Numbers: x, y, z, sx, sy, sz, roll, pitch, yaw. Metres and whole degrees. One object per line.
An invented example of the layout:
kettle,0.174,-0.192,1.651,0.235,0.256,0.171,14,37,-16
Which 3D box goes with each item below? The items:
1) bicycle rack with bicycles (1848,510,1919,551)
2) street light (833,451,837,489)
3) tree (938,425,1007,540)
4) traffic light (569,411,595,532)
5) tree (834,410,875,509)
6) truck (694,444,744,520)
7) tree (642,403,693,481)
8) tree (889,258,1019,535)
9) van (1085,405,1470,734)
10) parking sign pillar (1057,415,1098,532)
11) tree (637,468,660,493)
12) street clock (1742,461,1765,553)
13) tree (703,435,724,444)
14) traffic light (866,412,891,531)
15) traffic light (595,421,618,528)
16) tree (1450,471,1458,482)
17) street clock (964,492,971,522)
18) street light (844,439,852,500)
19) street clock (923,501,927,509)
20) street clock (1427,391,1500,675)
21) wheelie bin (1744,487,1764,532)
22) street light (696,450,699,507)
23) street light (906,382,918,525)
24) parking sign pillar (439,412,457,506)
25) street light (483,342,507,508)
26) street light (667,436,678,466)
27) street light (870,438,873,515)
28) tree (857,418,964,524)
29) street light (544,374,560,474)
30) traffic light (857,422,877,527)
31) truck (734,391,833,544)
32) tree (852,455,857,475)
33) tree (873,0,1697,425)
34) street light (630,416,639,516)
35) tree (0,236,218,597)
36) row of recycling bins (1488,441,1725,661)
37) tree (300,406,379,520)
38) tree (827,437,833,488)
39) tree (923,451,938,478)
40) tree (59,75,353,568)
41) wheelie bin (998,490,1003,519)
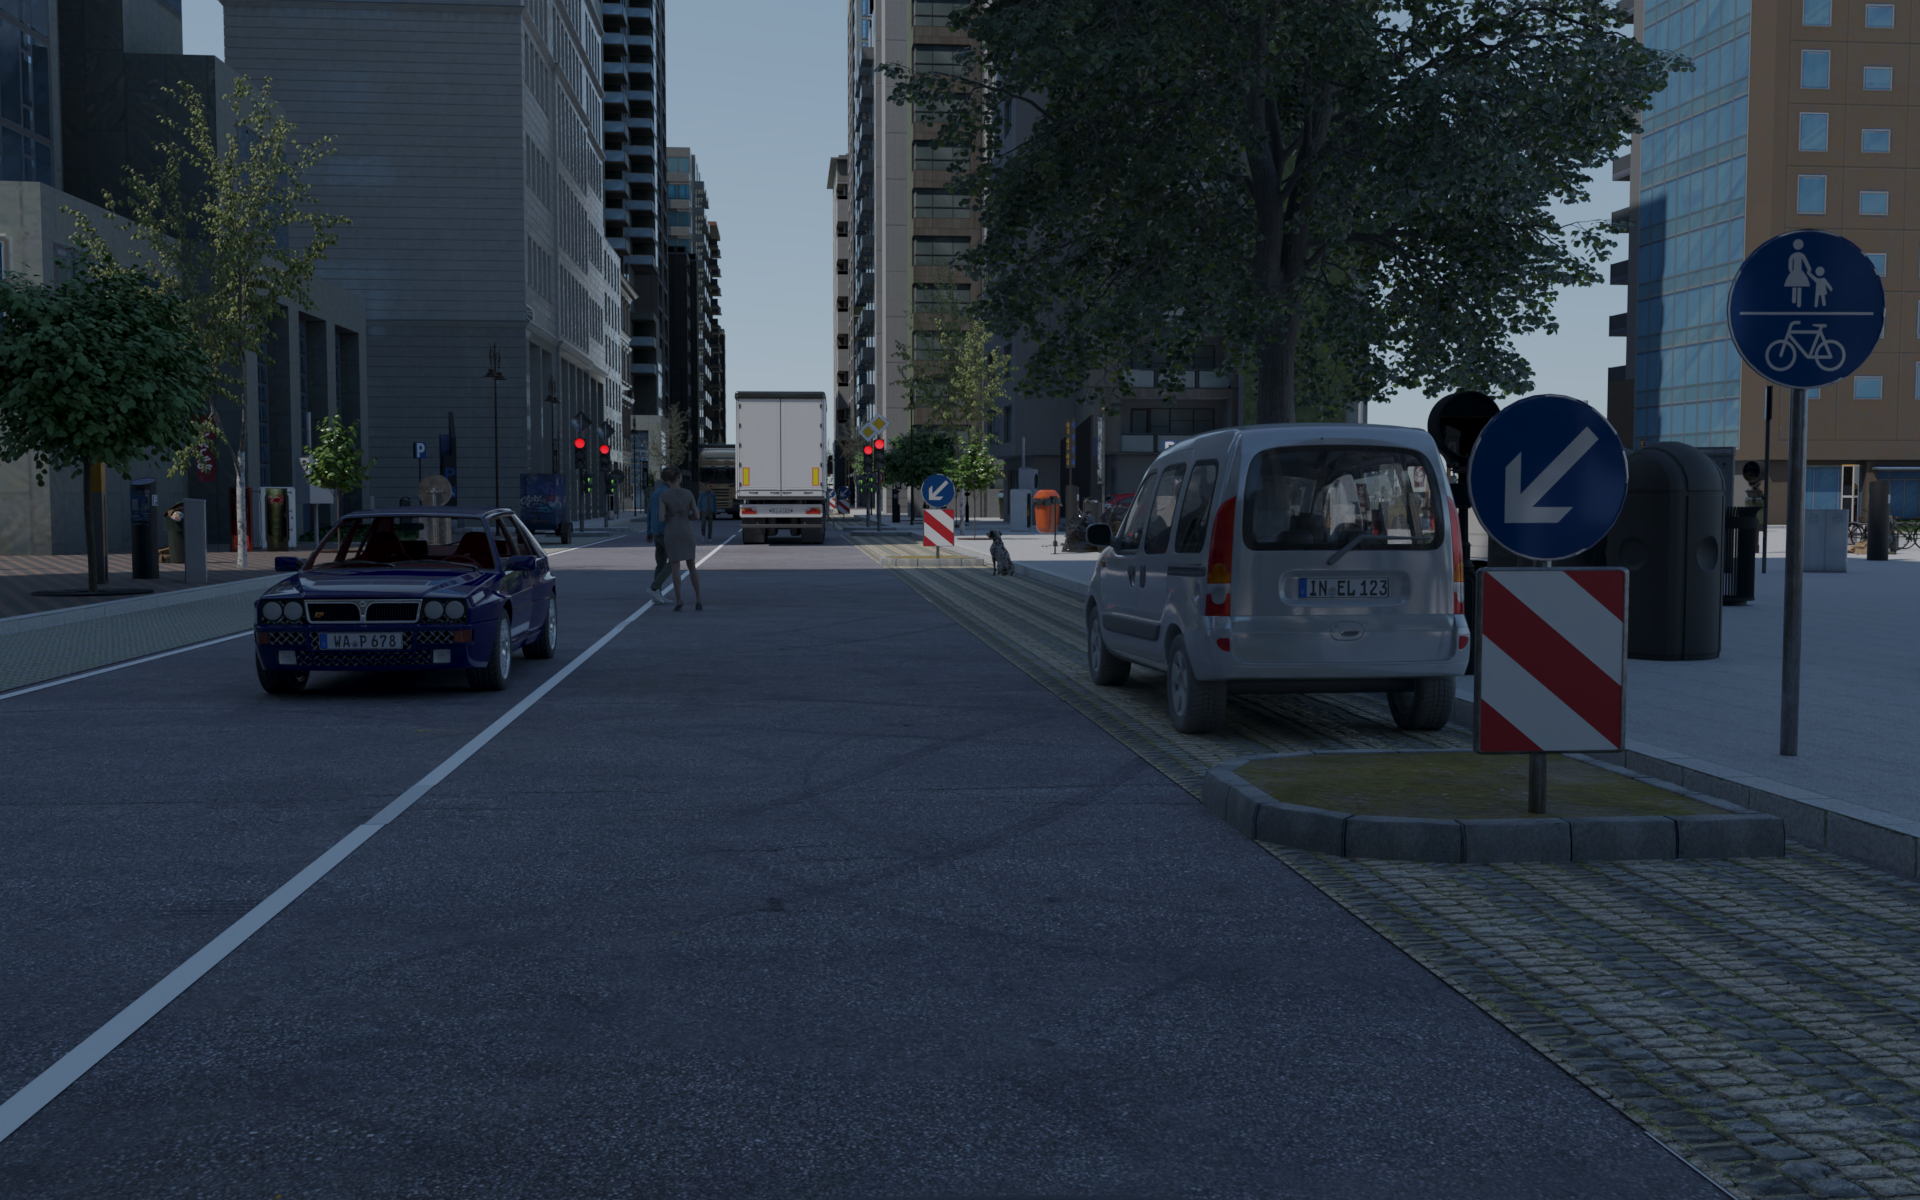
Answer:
bicycle rack with bicycles,21.221,-1.635,40.111,2.852,0.926,2.925,-3,5,-42
street light,-13.283,-12.905,183.777,0.468,5.910,1.993,0,4,-6
tree,0.384,-3.306,48.654,1.663,3.219,1.824,0,3,0
traffic light,-12.753,-4.249,58.385,0.839,4.253,0.868,0,4,-6
tree,-8.944,-12.386,152.874,4.360,8.622,3.978,0,3,0
truck,-13.612,-6.750,99.271,2.839,4.237,11.283,0,4,-6
tree,-23.355,-11.527,138.824,4.360,8.622,3.978,0,3,0
tree,-0.013,-6.313,53.578,4.737,8.622,4.395,0,3,0
van,1.954,-0.289,11.739,2.013,2.044,4.112,0,4,-6
parking sign pillar,4.076,-4.341,59.450,1.447,3.967,1.447,3,5,40
tree,-22.530,-8.004,125.475,1.663,3.219,1.824,0,3,0
street clock,17.174,-2.012,37.464,0.358,2.002,0.471,-2,4,-26
tree,-30.574,-16.227,215.672,4.360,8.622,3.978,0,3,0
traffic light,-2.793,-4.311,59.401,0.839,4.253,0.868,0,4,-6
traffic light,-13.554,-4.735,66.330,0.839,4.253,0.868,0,4,-6
tree,15.365,-3.475,51.426,1.663,3.219,1.824,0,3,0
street clock,0.324,-4.523,78.528,0.358,2.002,0.471,0,4,1
street light,-9.781,-10.755,148.629,0.468,5.910,1.993,0,4,-6
street clock,-1.738,-4.973,85.886,0.471,2.002,0.358,-1,4,-15
street clock,3.568,-0.472,12.286,0.471,2.002,0.358,0,4,-4
wheelie bin,27.321,-3.156,59.516,0.693,1.594,0.980,1,4,16
street light,-26.803,-12.501,177.184,0.468,5.910,1.993,0,4,-6
street light,-1.995,-6.030,71.382,0.468,5.910,1.993,0,4,-6
parking sign pillar,-16.570,-4.138,56.133,1.447,3.967,1.447,-1,4,-20
street light,-14.146,-4.896,52.837,0.468,5.910,1.993,0,4,-6
street light,-22.547,-9.932,135.173,0.468,5.910,1.993,0,4,-6
street light,-5.428,-8.142,105.913,0.468,5.910,1.993,0,4,-6
tree,-1.461,-5.604,75.331,4.285,4.588,4.351,0,3,0
street light,-15.650,-5.738,66.599,0.468,5.910,1.993,0,4,-6
traffic light,-3.594,-4.797,67.346,0.839,4.253,0.868,0,4,-6
truck,-5.290,-3.905,52.754,2.839,4.237,11.283,0,4,-4
tree,-5.293,-7.742,110.299,4.285,4.588,4.351,0,3,0
tree,3.881,-6.968,20.577,9.857,13.997,8.962,0,3,0
street light,-18.949,-7.836,100.901,0.468,5.910,1.993,0,4,-6
tree,-11.228,-2.360,22.295,4.285,4.588,4.351,0,3,0
row of recycling bins,5.460,-0.481,14.980,1.069,1.692,3.534,0,4,-2
tree,-13.577,-2.663,38.144,1.663,3.219,1.824,0,3,0
tree,-16.932,-16.849,225.838,4.737,8.622,4.395,0,3,0
tree,-0.659,-4.402,66.573,1.663,3.219,1.824,0,3,0
tree,-12.744,-4.866,29.925,4.737,8.622,4.395,0,3,0
wheelie bin,2.302,-4.891,87.871,0.693,1.594,0.980,1,4,16
